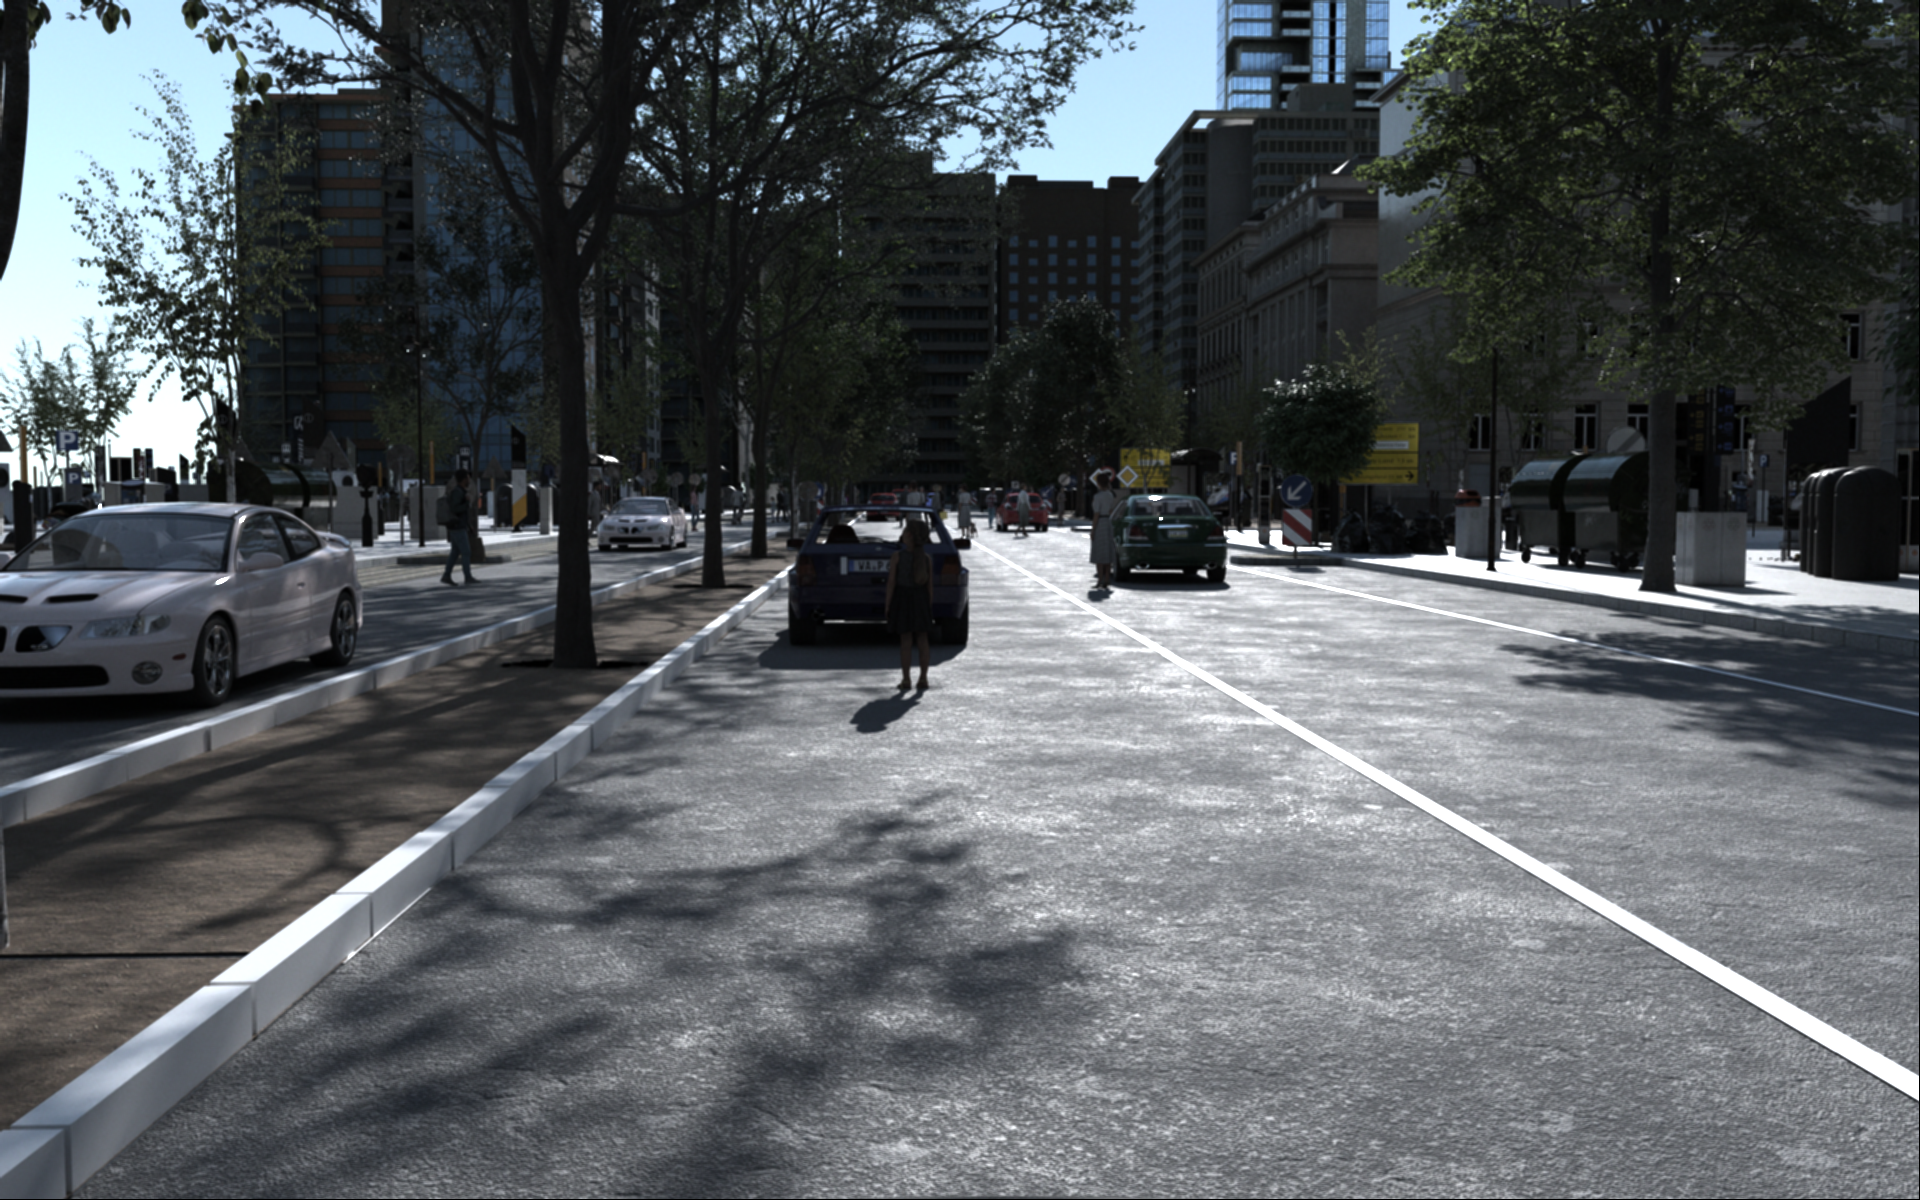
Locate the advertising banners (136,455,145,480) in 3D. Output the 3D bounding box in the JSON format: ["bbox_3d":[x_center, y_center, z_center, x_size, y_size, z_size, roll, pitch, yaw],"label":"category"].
[{"bbox_3d":[-37.044,-5.100,79.569,0.090,3.025,2.074,1,4,17],"label":"advertising banners"}]

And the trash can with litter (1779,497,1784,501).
[{"bbox_3d":[64.828,-7.602,135.676,1.055,1.170,0.624,2,4,23],"label":"trash can with litter"}]

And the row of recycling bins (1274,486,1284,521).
[{"bbox_3d":[16.027,-4.733,84.498,1.069,1.692,3.534,0,4,-2],"label":"row of recycling bins"}]

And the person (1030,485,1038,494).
[{"bbox_3d":[3.450,-4.518,82.149,0.659,1.850,0.755,2,4,26],"label":"person"}]

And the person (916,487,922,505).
[{"bbox_3d":[-1.790,-3.813,71.242,0.661,1.777,0.834,-3,4,-36],"label":"person"}]

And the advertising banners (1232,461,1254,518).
[{"bbox_3d":[14.507,-5.813,91.232,2.074,3.025,0.090,-1,4,-13],"label":"advertising banners"}]

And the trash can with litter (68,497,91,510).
[{"bbox_3d":[-22.059,-2.024,44.144,2.233,1.210,1.678,0,4,-7],"label":"trash can with litter"}]

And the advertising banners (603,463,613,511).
[{"bbox_3d":[-20.236,-6.167,97.025,0.090,3.025,2.074,1,4,21],"label":"advertising banners"}]

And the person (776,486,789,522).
[{"bbox_3d":[-8.993,-4.860,87.733,0.755,1.850,0.659,2,4,33],"label":"person"}]

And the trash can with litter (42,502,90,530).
[{"bbox_3d":[-12.721,-0.814,24.701,0.624,1.170,1.055,-2,4,-26],"label":"trash can with litter"}]

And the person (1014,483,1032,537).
[{"bbox_3d":[2.091,-3.029,58.246,0.641,1.798,0.478,-1,4,-23],"label":"person"}]

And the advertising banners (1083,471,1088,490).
[{"bbox_3d":[9.545,-7.733,122.622,2.074,3.025,0.090,0,4,4],"label":"advertising banners"}]

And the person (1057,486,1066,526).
[{"bbox_3d":[4.526,-4.170,77.015,0.599,1.781,0.374,-3,5,-44],"label":"person"}]

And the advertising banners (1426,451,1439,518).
[{"bbox_3d":[19.071,-4.512,69.958,0.090,3.025,2.074,0,4,2],"label":"advertising banners"}]

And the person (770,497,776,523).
[{"bbox_3d":[-9.291,-4.469,85.849,0.425,1.301,0.394,3,4,36],"label":"person"}]

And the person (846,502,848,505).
[{"bbox_3d":[-8.518,-7.745,135.112,0.713,1.824,0.794,2,4,26],"label":"person"}]

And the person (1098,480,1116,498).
[{"bbox_3d":[4.694,-2.921,55.622,0.648,1.900,0.474,-3,5,-41],"label":"person"}]

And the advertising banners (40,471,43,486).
[{"bbox_3d":[-70.089,-8.294,131.786,0.090,3.025,2.074,-3,5,-43],"label":"advertising banners"}]

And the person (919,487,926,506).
[{"bbox_3d":[-1.737,-4.408,80.971,0.834,1.777,0.661,3,5,42],"label":"person"}]

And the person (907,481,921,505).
[{"bbox_3d":[-1.183,-2.043,42.465,0.524,1.755,0.480,3,5,44],"label":"person"}]

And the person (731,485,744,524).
[{"bbox_3d":[-10.614,-4.541,82.598,0.661,1.843,0.795,1,4,14],"label":"person"}]

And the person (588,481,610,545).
[{"bbox_3d":[-10.110,-2.402,48.054,0.850,1.792,0.678,1,4,9],"label":"person"}]

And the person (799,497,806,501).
[{"bbox_3d":[-9.409,-5.790,104.174,0.522,1.701,0.512,1,4,13],"label":"person"}]

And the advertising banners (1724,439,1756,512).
[{"bbox_3d":[24.515,-3.562,54.427,2.074,3.025,0.090,-3,5,-42],"label":"advertising banners"}]

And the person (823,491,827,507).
[{"bbox_3d":[-14.769,-11.202,192.472,1.217,1.723,0.721,2,4,27],"label":"person"}]

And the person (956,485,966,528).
[{"bbox_3d":[0.094,-3.903,72.493,0.473,1.802,0.592,2,4,33],"label":"person"}]

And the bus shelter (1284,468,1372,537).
[{"bbox_3d":[11.572,-3.921,55.396,1.731,3.624,6.357,0,4,-2],"label":"bus shelter"}]

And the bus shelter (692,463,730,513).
[{"bbox_3d":[-16.573,-7.433,115.453,2.014,3.302,5.546,0,4,-2],"label":"bus shelter"}]

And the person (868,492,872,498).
[{"bbox_3d":[-10.201,-11.398,196.325,0.415,1.643,0.593,-2,4,-31],"label":"person"}]

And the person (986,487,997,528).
[{"bbox_3d":[1.321,-3.901,73.121,0.563,1.720,0.643,3,5,44],"label":"person"}]

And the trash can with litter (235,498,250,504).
[{"bbox_3d":[-13.580,-1.374,33.518,1.678,1.210,2.233,1,4,18],"label":"trash can with litter"}]

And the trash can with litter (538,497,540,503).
[{"bbox_3d":[-32.048,-7.231,129.620,0.624,1.170,1.055,3,5,40],"label":"trash can with litter"}]

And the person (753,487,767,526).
[{"bbox_3d":[-8.894,-4.177,76.978,0.592,1.802,0.473,-1,4,-15],"label":"person"}]

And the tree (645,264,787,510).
[{"bbox_3d":[-18.509,-17.356,139.665,12.611,20.169,13.585,0,3,0],"label":"tree"}]

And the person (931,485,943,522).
[{"bbox_3d":[-0.914,-3.578,67.177,0.728,1.800,0.709,0,4,2],"label":"person"}]

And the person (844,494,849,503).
[{"bbox_3d":[-9.592,-8.343,148.137,0.991,1.433,0.599,-1,4,-19],"label":"person"}]

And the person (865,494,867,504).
[{"bbox_3d":[-10.196,-10.776,187.953,0.557,1.426,1.065,1,4,9],"label":"person"}]

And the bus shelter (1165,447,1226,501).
[{"bbox_3d":[10.419,-5.133,77.852,2.014,3.302,5.546,0,4,-2],"label":"bus shelter"}]

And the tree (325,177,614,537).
[{"bbox_3d":[-14.548,-7.149,51.299,8.767,10.594,7.601,-1,4,-11],"label":"tree"}]

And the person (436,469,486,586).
[{"bbox_3d":[-7.731,-1.124,26.865,0.713,1.824,0.794,0,4,1],"label":"person"}]

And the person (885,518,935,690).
[{"bbox_3d":[-0.372,0.028,12.708,0.362,1.253,0.373,-1,4,-16],"label":"person"}]

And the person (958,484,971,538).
[{"bbox_3d":[0.124,-2.874,56.055,0.480,1.755,0.524,-2,4,-34],"label":"person"}]

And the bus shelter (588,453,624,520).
[{"bbox_3d":[-18.437,-5.737,87.731,2.014,3.302,5.546,0,4,-2],"label":"bus shelter"}]

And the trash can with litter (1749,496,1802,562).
[{"bbox_3d":[16.058,-1.338,32.927,1.678,1.210,2.233,1,4,16],"label":"trash can with litter"}]

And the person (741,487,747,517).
[{"bbox_3d":[-13.325,-5.953,105.606,0.659,1.850,0.755,0,4,-2],"label":"person"}]

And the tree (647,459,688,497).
[{"bbox_3d":[-16.002,-6.027,93.137,1.663,3.219,1.824,0,3,0],"label":"tree"}]

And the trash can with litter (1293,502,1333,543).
[{"bbox_3d":[9.306,-2.090,45.566,1.055,1.170,0.624,-1,4,-21],"label":"trash can with litter"}]

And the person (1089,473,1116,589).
[{"bbox_3d":[2.114,-1.058,26.371,0.524,1.755,0.480,3,5,42],"label":"person"}]

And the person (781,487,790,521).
[{"bbox_3d":[-9.167,-5.013,90.641,0.526,1.800,0.537,-1,4,-13],"label":"person"}]

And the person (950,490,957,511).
[{"bbox_3d":[-0.491,-8.157,142.673,0.445,1.727,0.742,2,4,26],"label":"person"}]

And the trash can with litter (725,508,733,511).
[{"bbox_3d":[-18.487,-7.530,134.180,2.233,1.210,1.678,0,4,-3],"label":"trash can with litter"}]

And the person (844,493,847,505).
[{"bbox_3d":[-10.650,-9.138,157.845,1.348,1.831,0.705,-1,4,-17],"label":"person"}]

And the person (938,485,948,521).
[{"bbox_3d":[-0.843,-3.747,69.988,0.699,1.804,1.509,0,4,-1],"label":"person"}]

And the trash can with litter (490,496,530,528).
[{"bbox_3d":[-17.175,-3.383,66.367,1.678,1.210,2.233,2,4,26],"label":"trash can with litter"}]

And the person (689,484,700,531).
[{"bbox_3d":[-10.224,-3.559,66.704,0.388,1.821,0.555,-2,4,-31],"label":"person"}]

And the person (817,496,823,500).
[{"bbox_3d":[-10.844,-7.777,135.429,0.755,1.850,0.659,-2,4,-24],"label":"person"}]

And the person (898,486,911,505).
[{"bbox_3d":[-2.389,-4.071,75.239,0.661,1.801,0.590,-1,4,-15],"label":"person"}]
